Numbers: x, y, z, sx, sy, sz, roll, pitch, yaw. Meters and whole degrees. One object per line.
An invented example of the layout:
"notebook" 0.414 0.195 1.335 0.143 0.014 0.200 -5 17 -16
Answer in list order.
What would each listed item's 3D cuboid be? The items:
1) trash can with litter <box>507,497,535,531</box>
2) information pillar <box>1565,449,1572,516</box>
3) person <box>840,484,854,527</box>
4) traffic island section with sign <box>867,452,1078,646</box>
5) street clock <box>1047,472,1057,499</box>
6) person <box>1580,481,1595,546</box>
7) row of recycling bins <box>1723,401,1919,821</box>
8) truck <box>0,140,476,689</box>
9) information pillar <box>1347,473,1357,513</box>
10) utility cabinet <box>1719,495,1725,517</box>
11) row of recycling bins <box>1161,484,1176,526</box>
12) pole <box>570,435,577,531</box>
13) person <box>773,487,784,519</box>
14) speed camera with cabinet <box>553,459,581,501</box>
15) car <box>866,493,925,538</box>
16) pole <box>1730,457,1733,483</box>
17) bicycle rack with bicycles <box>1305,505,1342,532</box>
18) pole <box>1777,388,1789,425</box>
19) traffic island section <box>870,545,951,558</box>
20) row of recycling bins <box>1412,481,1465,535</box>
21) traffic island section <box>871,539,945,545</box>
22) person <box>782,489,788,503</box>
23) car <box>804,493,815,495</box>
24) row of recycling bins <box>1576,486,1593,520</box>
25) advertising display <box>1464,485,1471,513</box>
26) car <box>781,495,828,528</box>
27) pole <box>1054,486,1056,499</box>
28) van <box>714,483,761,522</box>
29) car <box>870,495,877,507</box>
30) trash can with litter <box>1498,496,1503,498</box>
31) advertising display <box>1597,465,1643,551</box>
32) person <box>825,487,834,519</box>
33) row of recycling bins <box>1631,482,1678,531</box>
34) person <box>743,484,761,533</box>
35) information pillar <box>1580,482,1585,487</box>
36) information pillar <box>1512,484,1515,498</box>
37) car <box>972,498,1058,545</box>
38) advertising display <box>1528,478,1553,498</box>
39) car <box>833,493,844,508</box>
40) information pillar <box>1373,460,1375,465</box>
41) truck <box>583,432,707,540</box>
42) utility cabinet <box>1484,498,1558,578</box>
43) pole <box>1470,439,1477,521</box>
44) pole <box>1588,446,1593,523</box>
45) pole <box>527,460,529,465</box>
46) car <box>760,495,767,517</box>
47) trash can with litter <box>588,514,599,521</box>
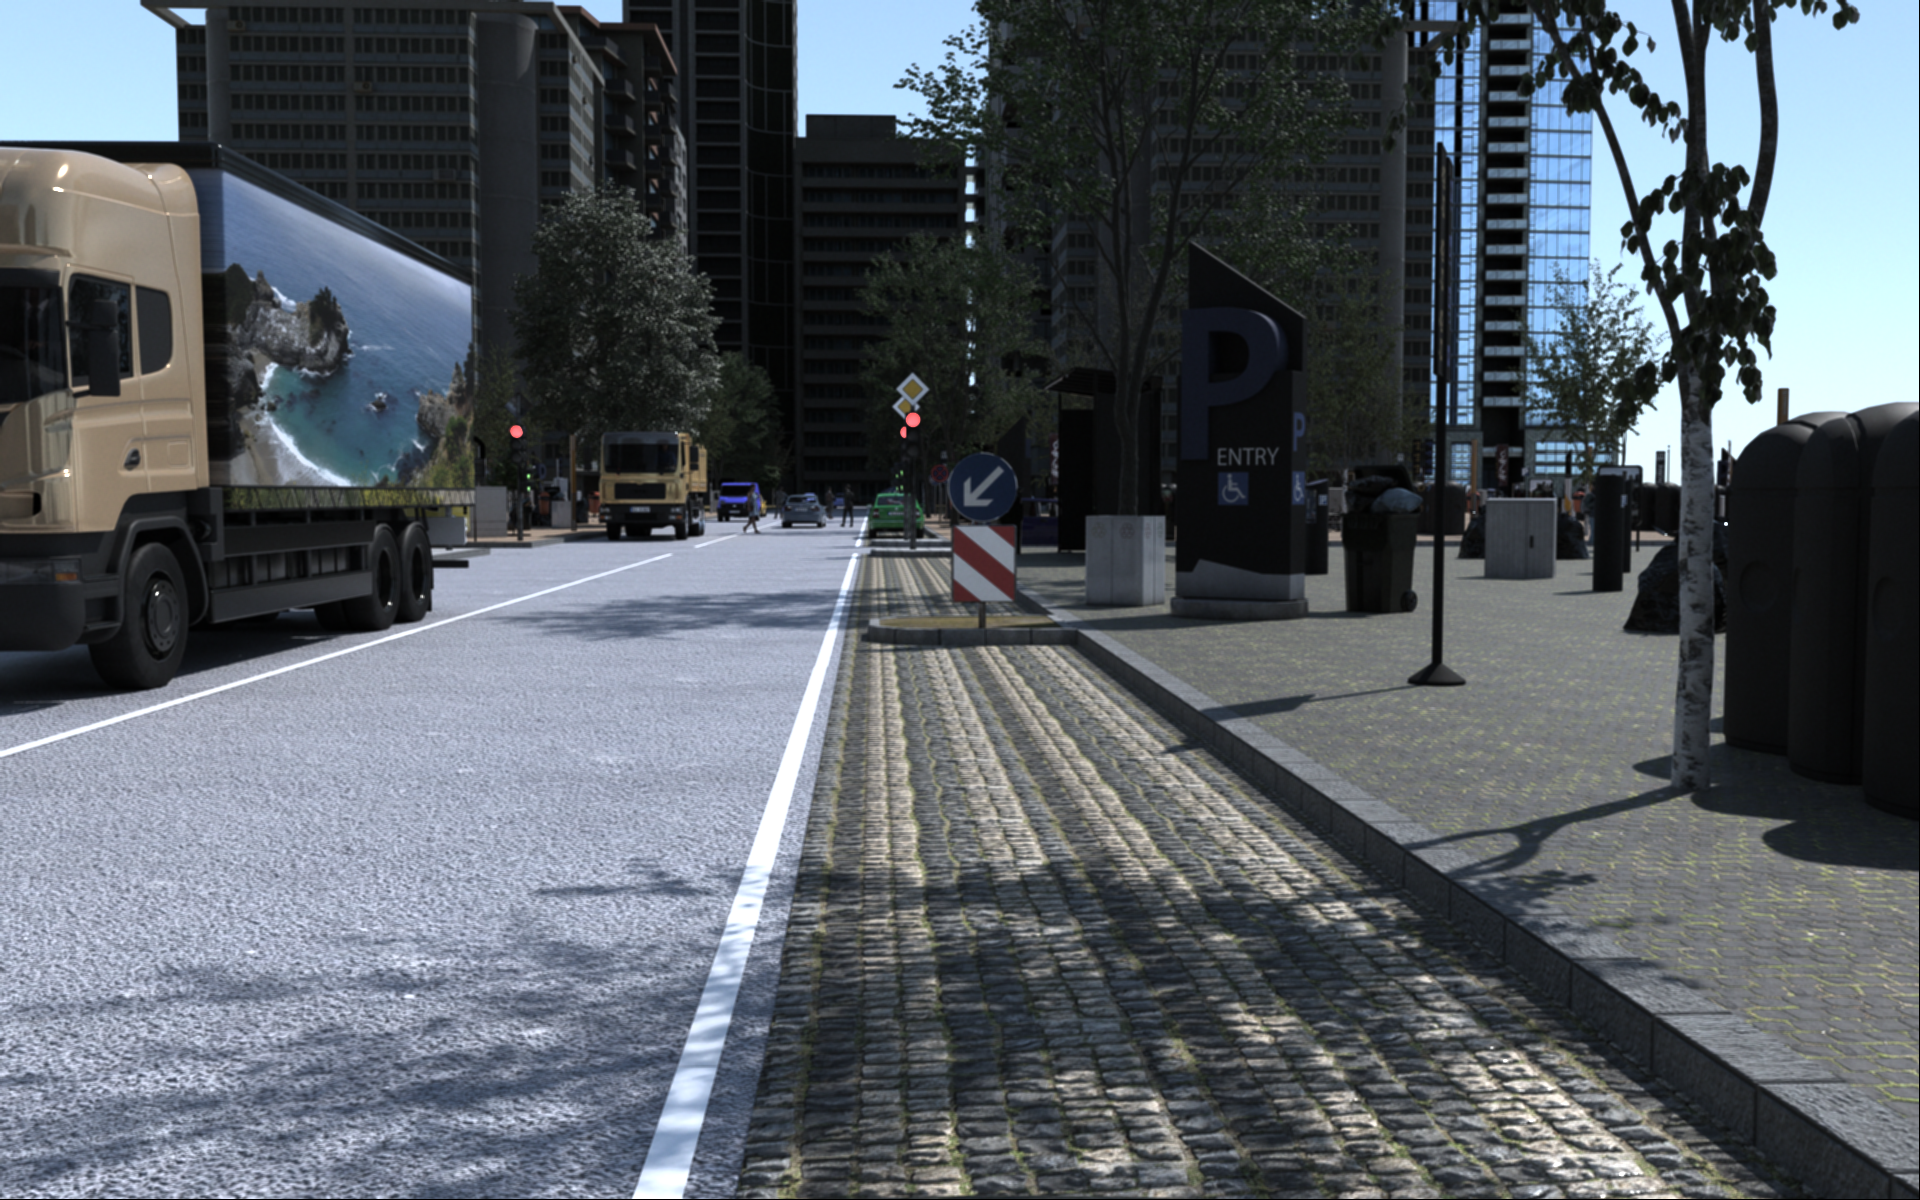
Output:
"trash can with litter" -15.543 -3.030 60.934 1.055 1.170 0.624 -3 4 -37
"information pillar" 31.752 -6.058 90.403 0.183 3.616 0.504 -1 4 -11
"person" -4.942 -4.129 75.778 0.659 1.850 0.755 -3 4 -38
"traffic island section with sign" 0.075 -0.526 17.222 1.989 1.847 2.006 0 4 -3
"street clock" 3.037 -3.198 56.858 0.358 2.002 0.471 -1 4 -13
"person" 16.486 -2.210 44.975 0.721 1.781 0.623 3 5 42
"row of recycling bins" 4.231 -0.015 7.351 1.069 1.692 3.534 0 4 3
"truck" -7.138 -1.661 16.073 2.839 4.237 11.283 0 4 -1
"information pillar" 13.581 -3.388 59.879 0.304 2.012 0.304 -3 5 -42
"utility cabinet" 33.773 -4.056 77.479 0.306 1.237 1.020 -2 4 -34
"row of recycling bins" 8.193 -3.919 71.192 1.069 1.692 3.534 -1 4 -14
"pole" -13.368 -4.038 59.870 0.158 3.312 0.155 0 3 0
"person" -10.576 -5.676 101.113 0.655 1.846 0.447 -1 4 -11
"speed camera with cabinet" -22.072 -6.301 97.362 0.660 3.252 2.038 -3 5 -44
"car" -2.110 -2.944 56.937 1.959 1.807 4.718 0 4 -3
"pole" 42.250 -6.190 95.046 0.158 3.312 0.155 0 3 0
"bicycle rack with bicycles" 12.092 -2.738 58.152 2.925 0.926 2.852 -1 4 -13
"pole" 15.838 -2.420 33.408 0.158 3.312 0.155 0 3 0
"traffic island section" -1.067 -1.091 40.113 2.009 0.180 2.903 0 4 -3
"row of recycling bins" 15.381 -2.952 55.380 1.069 1.692 3.534 0 4 2
"traffic island section" -1.466 -1.578 48.088 2.009 0.180 2.903 0 4 -3
"person" -12.988 -7.310 128.007 1.348 1.826 0.705 3 4 37
"car" -16.480 -11.028 189.904 1.945 1.707 3.694 0 4 -3
"row of recycling bins" 30.944 -4.687 83.737 1.069 1.692 3.534 -1 4 -11
"advertising display" 34.784 -6.936 118.624 0.123 1.923 0.974 3 4 38
"car" -6.726 -3.837 74.739 2.014 1.417 4.499 0 4 -2
"pole" 4.342 -5.266 79.940 0.158 3.312 0.155 0 3 0
"van" -11.647 -5.317 91.320 2.240 2.365 5.245 0 4 -2
"car" -6.594 -8.126 145.442 1.945 1.354 3.894 0 4 -1
"trash can with litter" 26.112 -4.403 83.044 2.233 1.210 1.678 2 4 33
"advertising display" 14.822 -2.063 38.942 0.974 1.923 0.123 3 5 40
"person" -7.495 -5.563 99.422 0.622 1.834 0.822 2 4 28
"row of recycling bins" 24.391 -3.257 60.372 1.069 1.692 3.534 -2 4 -30
"person" -7.622 -3.340 63.205 0.778 1.811 0.616 2 4 27
"information pillar" 36.806 -5.985 102.344 0.304 2.012 0.304 0 4 6
"information pillar" 39.211 -7.217 122.487 0.304 2.012 0.304 0 4 6
"car" 2.194 -1.864 43.055 3.894 1.354 1.945 0 4 -2
"advertising display" 23.742 -4.014 70.842 0.974 1.923 0.123 1 4 8
"car" -11.867 -10.088 174.531 1.945 1.707 3.694 0 4 -2
"information pillar" 28.580 -7.852 119.731 0.183 3.616 0.504 0 4 -1
"truck" -9.907 -3.691 56.279 3.469 3.379 9.791 0 4 -3
"utility cabinet" 8.638 -0.950 26.689 1.020 1.237 0.306 2 4 29
"pole" 19.213 -4.338 64.768 0.158 3.312 0.155 0 3 0
"pole" 26.854 -4.896 73.887 0.158 3.312 0.155 0 3 0
"pole" -25.862 -6.711 103.574 0.158 3.312 0.155 0 3 0
"car" -13.013 -5.970 107.828 2.015 1.641 3.980 0 4 -2
"trash can with litter" -16.800 -4.407 83.109 1.678 1.210 2.233 -1 4 -10
